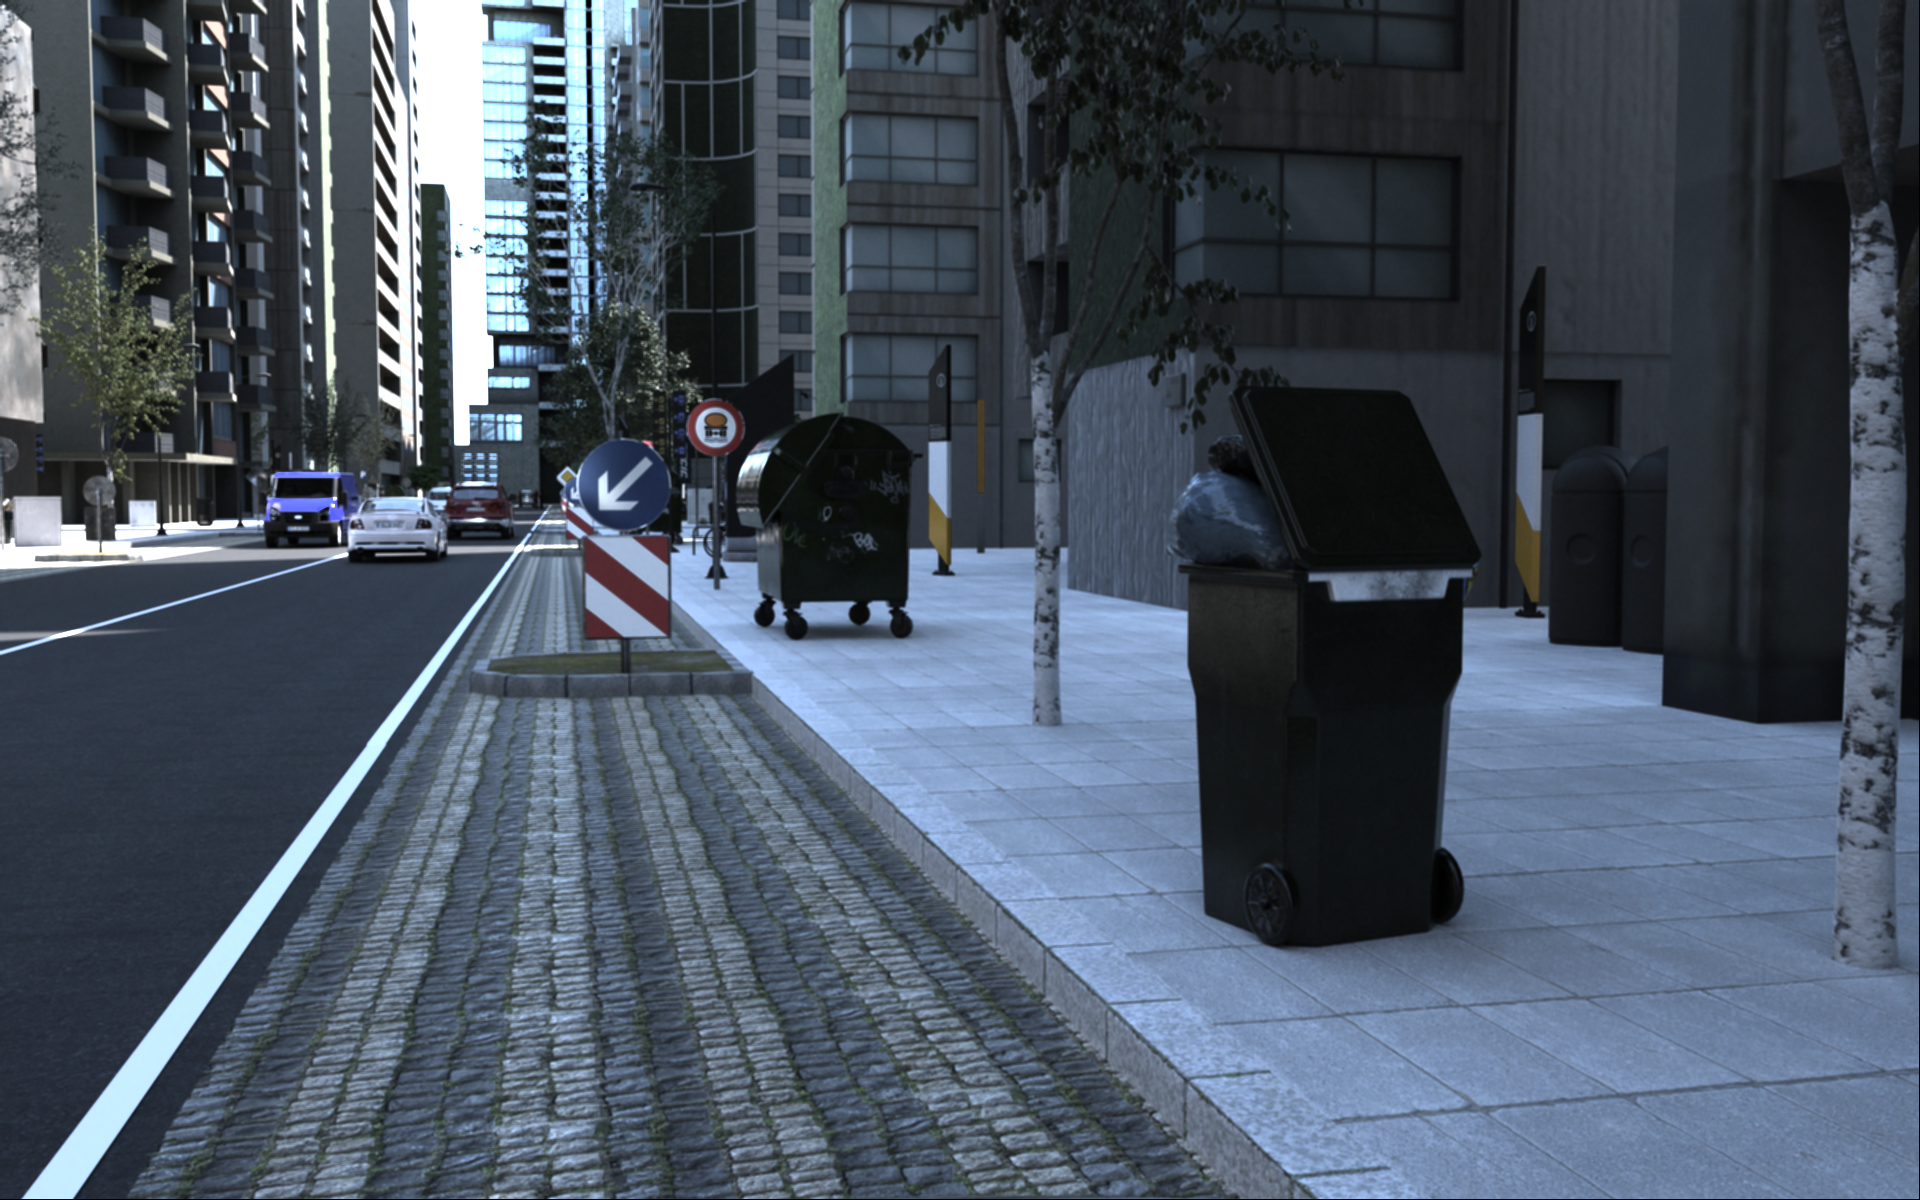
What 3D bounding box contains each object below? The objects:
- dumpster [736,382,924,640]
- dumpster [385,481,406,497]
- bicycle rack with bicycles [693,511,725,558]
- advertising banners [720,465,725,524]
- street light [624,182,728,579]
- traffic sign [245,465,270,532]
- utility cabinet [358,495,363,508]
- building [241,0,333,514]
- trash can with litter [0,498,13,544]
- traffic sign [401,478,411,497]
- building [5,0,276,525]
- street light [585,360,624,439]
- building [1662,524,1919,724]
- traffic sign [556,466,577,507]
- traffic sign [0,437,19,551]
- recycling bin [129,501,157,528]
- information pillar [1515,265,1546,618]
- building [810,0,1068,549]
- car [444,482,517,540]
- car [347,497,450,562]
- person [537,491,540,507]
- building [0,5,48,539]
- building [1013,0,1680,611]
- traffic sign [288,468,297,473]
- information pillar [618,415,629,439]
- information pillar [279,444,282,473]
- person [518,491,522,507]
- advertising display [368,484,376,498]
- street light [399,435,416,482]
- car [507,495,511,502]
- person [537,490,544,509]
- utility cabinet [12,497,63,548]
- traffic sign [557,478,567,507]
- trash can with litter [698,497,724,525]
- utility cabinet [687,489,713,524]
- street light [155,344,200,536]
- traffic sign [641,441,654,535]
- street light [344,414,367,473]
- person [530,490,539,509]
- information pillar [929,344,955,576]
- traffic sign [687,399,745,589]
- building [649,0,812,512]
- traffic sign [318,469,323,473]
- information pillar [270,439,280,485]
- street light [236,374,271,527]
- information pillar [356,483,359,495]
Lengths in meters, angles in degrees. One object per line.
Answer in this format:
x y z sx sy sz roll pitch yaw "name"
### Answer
-1.222 -0.828 16.030 1.502 2.255 1.985 -1 4 -13 "dumpster"
-43.044 -7.914 131.880 1.502 2.255 1.985 -1 4 -13 "dumpster"
-4.227 -1.383 35.988 2.925 0.926 2.852 -2 4 -25 "bicycle rack with bicycles"
-10.199 -4.775 74.260 0.090 3.025 2.074 -1 4 -12 "advertising banners"
-4.236 -3.275 26.090 1.470 5.913 1.316 -1 4 -13 "street light"
-24.014 -3.401 59.241 0.795 2.450 0.064 -1 4 -13 "traffic sign"
-38.074 -6.011 109.442 0.306 1.237 1.020 0 4 7 "utility cabinet"
-49.226 -26.266 113.045 14.154 41.232 14.086 -1 4 -13 "building"
-24.317 -1.970 43.590 0.624 1.170 1.055 1 4 21 "trash can with litter"
-43.899 -8.394 137.348 0.768 2.556 0.104 -1 4 -11 "traffic sign"
-46.003 -26.188 82.800 22.147 44.769 28.867 -1 4 -13 "building"
-12.185 -5.373 60.384 1.470 5.913 1.316 -1 4 -13 "street light"
16.996 -23.089 1.199 21.300 48.544 21.600 -1 4 -13 "building"
-13.931 -3.542 61.548 0.795 2.450 0.064 -1 4 -13 "traffic sign"
-21.568 -2.376 38.957 0.768 2.556 0.104 0 4 -5 "traffic sign"
-31.355 -3.296 66.442 0.722 1.027 0.722 3 4 36 "recycling bin"
5.944 -1.633 18.055 0.183 3.616 0.504 0 4 -3 "information pillar"
2.696 -22.242 47.246 14.154 41.232 14.086 -1 4 -13 "building"
-15.582 -2.909 56.234 2.281 1.827 5.304 -1 4 -12 "car"
-12.313 -1.570 38.024 2.083 1.381 4.827 -1 4 -13 "car"
-45.594 -10.867 186.852 0.551 1.740 0.621 -2 4 -32 "person"
-34.736 -10.842 44.726 16.811 18.784 16.820 -1 4 -13 "building"
7.822 -15.561 26.120 14.160 30.474 14.107 -1 4 -13 "building"
-25.817 -3.876 67.020 0.795 2.450 0.064 -1 4 -13 "traffic sign"
-9.966 -3.670 51.362 0.183 3.616 0.504 -3 5 -40 "information pillar"
-31.505 -5.414 79.867 0.504 3.616 0.183 -1 4 -17 "information pillar"
-48.730 -11.210 191.881 0.705 1.812 1.348 0 4 -1 "person"
-37.473 -6.433 110.401 0.123 1.923 0.974 0 4 6 "advertising display"
-43.159 -9.957 135.329 1.470 5.913 1.316 -1 4 -13 "street light"
-54.250 -11.820 205.840 1.945 1.354 3.894 -1 4 -13 "car"
-39.820 -9.547 164.561 0.705 1.831 1.348 1 4 13 "person"
-22.292 -1.877 41.859 1.020 1.237 0.306 -2 4 -35 "utility cabinet"
-15.734 -4.017 69.327 0.795 2.450 0.064 -1 4 -13 "traffic sign"
-10.421 -3.717 72.156 1.055 1.170 0.624 -2 4 -23 "trash can with litter"
-10.988 -3.968 73.552 1.173 1.500 0.318 0 4 -4 "utility cabinet"
-24.225 -4.961 53.646 1.470 5.913 1.316 -1 4 -13 "street light"
-7.469 -2.522 41.343 0.768 2.556 0.104 -1 4 -11 "traffic sign"
-35.210 -7.844 100.788 1.470 5.913 1.316 -1 4 -13 "street light"
-40.967 -9.712 167.427 1.348 1.807 0.705 -3 5 -40 "person"
-0.310 -2.202 27.353 0.183 3.616 0.504 -3 4 -38 "information pillar"
-3.273 -1.415 23.248 0.768 2.556 0.104 -1 4 -11 "traffic sign"
-14.650 -42.311 130.039 20.563 71.187 20.611 -1 4 -13 "building"
-33.125 -5.488 89.727 0.884 2.594 0.081 0 4 -5 "traffic sign"
-29.230 -5.036 73.693 0.183 3.616 0.504 -2 4 -28 "information pillar"
-27.258 -5.765 66.802 1.470 5.913 1.316 -1 4 -13 "street light"
-39.301 -6.619 112.707 0.304 2.012 0.304 -1 4 -10 "information pillar"
